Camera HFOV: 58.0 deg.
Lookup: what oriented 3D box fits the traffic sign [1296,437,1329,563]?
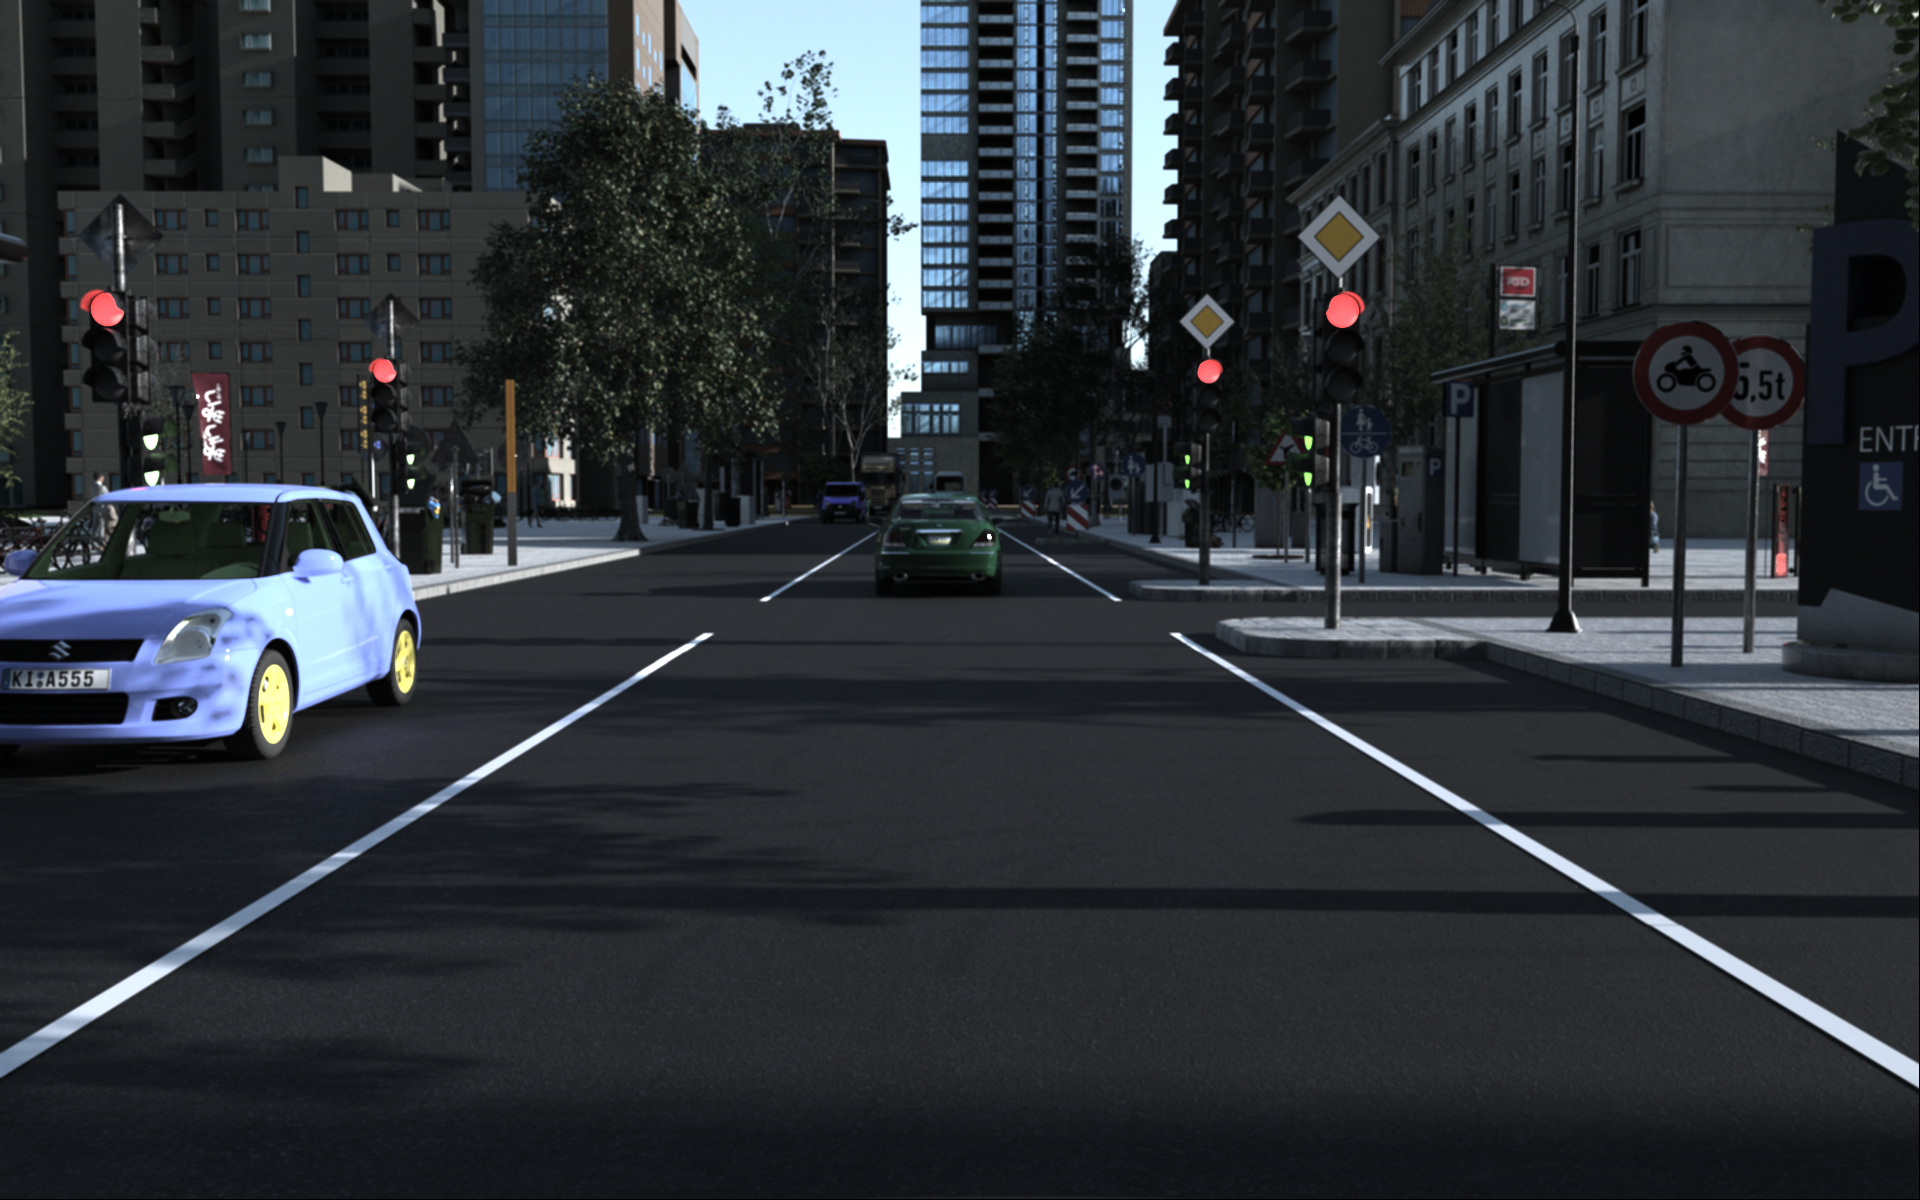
[{"bbox_3d":[6.505,-1.972,32.345,0.768,2.556,0.104,0,4,6],"label":"traffic sign"}]

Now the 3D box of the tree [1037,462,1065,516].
[{"bbox_3d":[5.412,-6.633,103.054,1.663,3.219,1.824,0,3,0],"label":"tree"}]

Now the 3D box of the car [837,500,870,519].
[{"bbox_3d":[-6.377,-5.581,103.049,2.131,1.459,4.920,0,4,-1],"label":"car"}]

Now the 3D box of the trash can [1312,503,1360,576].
[{"bbox_3d":[5.944,-0.965,27.434,0.748,1.137,0.748,0,3,0],"label":"trash can"}]

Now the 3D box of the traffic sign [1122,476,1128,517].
[{"bbox_3d":[9.045,-5.757,96.258,0.606,2.300,0.079,0,4,1],"label":"traffic sign"}]

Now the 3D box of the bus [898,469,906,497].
[{"bbox_3d":[-6.205,-9.912,153.614,2.896,3.916,12.252,0,4,0],"label":"bus"}]

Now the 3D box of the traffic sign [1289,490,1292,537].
[{"bbox_3d":[9.903,-3.168,51.903,0.768,2.556,0.104,0,4,0],"label":"traffic sign"}]

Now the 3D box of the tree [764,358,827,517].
[{"bbox_3d":[-9.456,-8.840,94.899,4.360,8.622,3.978,0,3,0],"label":"tree"}]

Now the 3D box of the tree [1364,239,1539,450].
[{"bbox_3d":[14.524,-6.133,50.630,4.360,8.622,3.978,0,3,0],"label":"tree"}]

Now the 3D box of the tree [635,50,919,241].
[{"bbox_3d":[-8.312,-13.295,73.264,12.611,20.169,13.585,0,3,0],"label":"tree"}]

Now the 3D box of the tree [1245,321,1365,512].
[{"bbox_3d":[14.844,-7.487,72.781,4.360,8.622,3.978,0,3,0],"label":"tree"}]

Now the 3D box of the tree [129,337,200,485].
[{"bbox_3d":[-37.670,-8.046,81.921,4.360,8.622,3.978,0,3,0],"label":"tree"}]

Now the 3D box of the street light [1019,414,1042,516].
[{"bbox_3d":[4.021,-7.768,99.540,1.470,5.913,1.316,0,4,-1],"label":"street light"}]

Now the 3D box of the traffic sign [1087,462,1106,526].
[{"bbox_3d":[5.465,-4.228,69.233,0.768,2.556,0.104,0,4,4],"label":"traffic sign"}]

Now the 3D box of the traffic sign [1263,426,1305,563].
[{"bbox_3d":[6.054,-1.962,32.084,0.884,2.594,0.081,0,4,3],"label":"traffic sign"}]

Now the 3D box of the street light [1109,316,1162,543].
[{"bbox_3d":[4.579,-4.447,45.248,1.470,5.913,1.316,0,4,-1],"label":"street light"}]

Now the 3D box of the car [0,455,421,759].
[{"bbox_3d":[-4.563,-0.053,10.457,1.945,1.707,3.694,0,4,-1],"label":"car"}]

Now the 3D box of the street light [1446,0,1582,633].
[{"bbox_3d":[5.096,-2.657,15.988,1.470,5.913,1.316,0,4,-1],"label":"street light"}]

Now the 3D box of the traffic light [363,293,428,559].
[{"bbox_3d":[-7.925,-2.160,24.230,0.839,4.253,0.868,0,4,-1],"label":"traffic light"}]

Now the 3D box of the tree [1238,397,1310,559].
[{"bbox_3d":[6.295,-2.452,34.684,1.663,3.219,1.824,0,3,0],"label":"tree"}]

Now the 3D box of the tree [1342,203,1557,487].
[{"bbox_3d":[12.540,-5.724,43.958,4.737,8.622,4.395,0,3,0],"label":"tree"}]

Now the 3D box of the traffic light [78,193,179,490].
[{"bbox_3d":[-7.829,-1.671,16.245,0.839,4.253,0.868,0,4,-1],"label":"traffic light"}]

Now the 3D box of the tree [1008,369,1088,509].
[{"bbox_3d":[5.349,-8.844,94.968,4.360,8.622,3.978,0,3,0],"label":"tree"}]

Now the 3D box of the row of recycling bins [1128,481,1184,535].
[{"bbox_3d":[6.247,-2.960,55.515,1.069,1.692,3.534,-1,4,-14],"label":"row of recycling bins"}]

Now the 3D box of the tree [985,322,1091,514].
[{"bbox_3d":[5.111,-11.913,112.896,7.486,12.596,7.792,0,3,0],"label":"tree"}]

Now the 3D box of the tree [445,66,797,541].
[{"bbox_3d":[-9.141,-7.947,46.934,9.611,12.733,9.660,0,3,0],"label":"tree"}]

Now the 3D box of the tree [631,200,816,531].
[{"bbox_3d":[-8.737,-8.265,60.887,9.928,11.665,9.643,0,3,0],"label":"tree"}]

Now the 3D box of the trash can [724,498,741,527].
[{"bbox_3d":[-8.966,-3.463,68.280,0.748,1.137,0.748,0,3,0],"label":"trash can"}]

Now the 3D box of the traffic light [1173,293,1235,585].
[{"bbox_3d":[3.436,-2.169,24.381,0.839,4.253,0.868,0,4,-1],"label":"traffic light"}]

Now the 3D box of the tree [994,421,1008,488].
[{"bbox_3d":[4.998,-10.991,130.064,4.360,8.622,3.978,0,3,0],"label":"tree"}]

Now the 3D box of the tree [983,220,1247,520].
[{"bbox_3d":[5.813,-7.600,58.674,8.767,10.594,7.601,-2,4,-23],"label":"tree"}]

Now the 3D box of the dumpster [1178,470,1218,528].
[{"bbox_3d":[9.081,-3.925,66.669,1.502,2.255,1.985,0,4,-1],"label":"dumpster"}]

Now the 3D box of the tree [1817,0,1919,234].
[{"bbox_3d":[6.035,-5.324,5.174,7.486,12.596,7.792,0,3,0],"label":"tree"}]

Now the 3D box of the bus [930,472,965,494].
[{"bbox_3d":[-1.062,-9.478,149.827,2.948,3.499,13.247,0,4,-2],"label":"bus"}]

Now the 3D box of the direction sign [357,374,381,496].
[{"bbox_3d":[-11.277,-2.516,33.128,0.379,3.537,0.876,0,4,7],"label":"direction sign"}]

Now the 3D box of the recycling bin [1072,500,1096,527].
[{"bbox_3d":[4.889,-3.420,68.467,0.722,1.027,0.722,2,4,33],"label":"recycling bin"}]

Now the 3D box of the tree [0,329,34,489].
[{"bbox_3d":[-41.082,-7.498,72.953,4.737,8.622,4.395,0,3,0],"label":"tree"}]

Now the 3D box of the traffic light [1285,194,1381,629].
[{"bbox_3d":[3.531,-1.680,16.397,0.839,4.253,0.868,0,4,-1],"label":"traffic light"}]

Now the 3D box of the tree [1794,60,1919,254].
[{"bbox_3d":[16.756,-4.861,29.847,4.737,8.622,4.395,0,3,0],"label":"tree"}]

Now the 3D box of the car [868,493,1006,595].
[{"bbox_3d":[-0.343,-0.876,26.126,2.131,1.459,4.920,0,4,-1],"label":"car"}]

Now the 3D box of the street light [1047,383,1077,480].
[{"bbox_3d":[4.331,-6.111,72.464,1.470,5.913,1.316,0,4,-1],"label":"street light"}]

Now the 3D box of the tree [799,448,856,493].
[{"bbox_3d":[-9.978,-8.560,123.662,4.285,4.588,4.351,0,3,0],"label":"tree"}]

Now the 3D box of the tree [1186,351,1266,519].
[{"bbox_3d":[13.935,-8.485,89.084,4.737,8.622,4.395,0,3,0],"label":"tree"}]
